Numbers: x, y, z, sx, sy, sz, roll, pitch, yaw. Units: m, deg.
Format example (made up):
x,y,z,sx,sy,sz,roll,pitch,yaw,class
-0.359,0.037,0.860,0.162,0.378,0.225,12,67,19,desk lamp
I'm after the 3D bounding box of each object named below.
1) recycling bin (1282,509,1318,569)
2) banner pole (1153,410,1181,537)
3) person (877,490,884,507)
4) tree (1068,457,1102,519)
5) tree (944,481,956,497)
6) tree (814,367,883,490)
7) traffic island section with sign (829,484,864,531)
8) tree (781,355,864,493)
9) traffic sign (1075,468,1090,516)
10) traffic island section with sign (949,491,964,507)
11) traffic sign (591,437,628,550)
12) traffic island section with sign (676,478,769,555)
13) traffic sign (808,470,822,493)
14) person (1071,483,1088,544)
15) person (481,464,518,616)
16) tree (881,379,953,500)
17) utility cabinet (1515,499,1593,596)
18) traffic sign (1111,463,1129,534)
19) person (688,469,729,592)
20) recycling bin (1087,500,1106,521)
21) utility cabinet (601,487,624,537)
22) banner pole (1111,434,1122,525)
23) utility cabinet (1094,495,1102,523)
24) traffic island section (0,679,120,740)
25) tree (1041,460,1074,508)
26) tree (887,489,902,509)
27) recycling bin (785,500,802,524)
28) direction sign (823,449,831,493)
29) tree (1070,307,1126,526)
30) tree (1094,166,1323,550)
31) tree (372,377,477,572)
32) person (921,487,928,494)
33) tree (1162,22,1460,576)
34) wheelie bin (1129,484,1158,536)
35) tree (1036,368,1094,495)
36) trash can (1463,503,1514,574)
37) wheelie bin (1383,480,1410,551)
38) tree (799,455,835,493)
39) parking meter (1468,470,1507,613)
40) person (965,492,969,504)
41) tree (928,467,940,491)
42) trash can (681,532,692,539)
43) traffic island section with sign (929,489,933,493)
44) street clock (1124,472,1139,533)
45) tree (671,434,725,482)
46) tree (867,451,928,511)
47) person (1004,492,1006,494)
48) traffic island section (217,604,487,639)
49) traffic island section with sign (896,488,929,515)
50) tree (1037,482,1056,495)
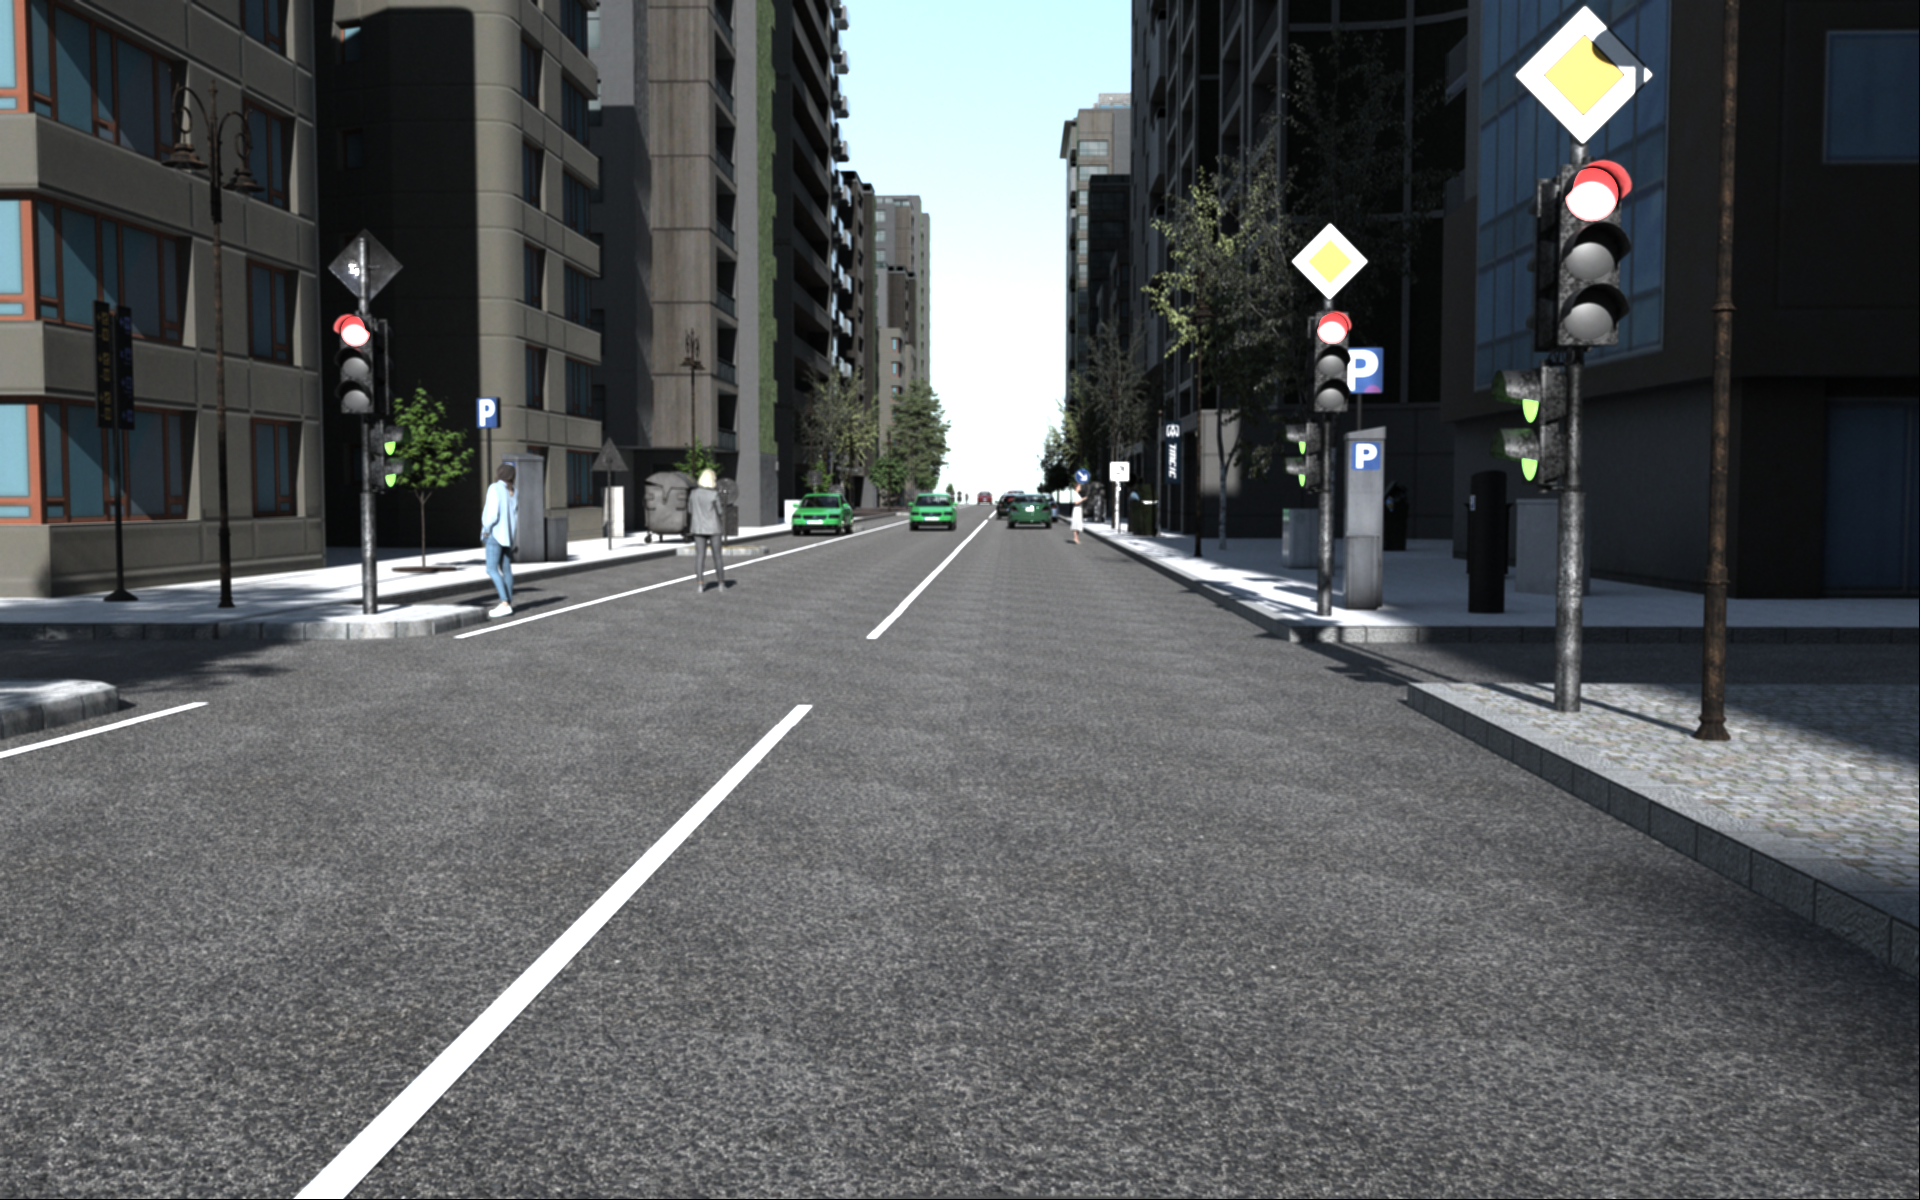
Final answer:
x,y,z,sx,sy,sz,roll,pitch,yaw,class
6.007,-1.068,30.013,0.722,1.027,0.722,0,4,0,recycling bin
6.205,-3.780,51.818,0.863,3.779,0.401,0,4,-2,banner pole
-8.250,-10.117,173.548,1.348,1.869,0.705,-1,4,-23,person
6.451,-5.857,90.368,1.663,3.219,1.824,0,3,0,tree
-1.290,-15.669,250.789,1.663,3.219,1.824,0,3,0,tree
-6.503,-9.074,98.727,4.737,8.622,4.395,0,3,0,tree
-4.825,-3.655,68.380,1.989,1.847,2.006,0,4,2,traffic island section with sign
-7.132,-8.586,90.743,4.360,8.622,3.978,0,3,0,tree
6.082,-5.256,86.041,0.768,2.556,0.104,0,4,3,traffic sign
-0.816,-11.739,200.562,1.989,1.847,2.006,0,4,2,traffic island section with sign
-7.998,-2.416,39.512,0.884,2.594,0.081,0,4,6,traffic sign
-5.630,-2.007,41.436,1.989,1.847,2.006,0,4,2,traffic island section with sign
-6.287,-4.462,75.088,0.606,2.300,0.079,0,4,4,traffic sign
3.467,-2.503,49.987,0.524,1.755,0.480,1,4,17,person
-5.431,-0.720,20.539,0.793,1.790,0.793,-1,4,-16,person
-4.007,-15.413,170.134,7.486,12.596,7.792,0,3,0,tree
7.598,-0.674,22.182,0.306,1.237,1.020,-2,4,-26,utility cabinet
5.141,-3.284,55.827,0.606,2.300,0.079,0,4,8,traffic sign
-3.722,-1.027,25.467,0.537,1.800,0.526,1,4,22,person
6.509,-4.286,82.636,0.722,1.027,0.722,-1,4,-15,recycling bin
-10.243,-2.587,50.972,0.318,1.500,1.173,-2,4,-30,utility cabinet
6.559,-4.999,71.750,0.401,3.779,0.863,2,4,30,banner pole
6.116,-4.014,76.792,0.306,1.237,1.020,1,4,10,utility cabinet
-6.573,0.717,10.561,2.009,0.180,2.903,0,4,2,traffic island section
9.031,-10.791,160.145,4.285,4.588,4.351,0,3,0,tree
-5.398,-9.404,148.352,1.663,3.219,1.824,0,3,0,tree
-6.993,-3.747,73.824,0.722,1.027,0.722,2,4,32,recycling bin
-6.728,-5.847,87.593,0.379,3.537,0.876,1,4,18,direction sign
6.513,-7.256,68.995,4.360,8.622,3.978,0,3,0,tree
6.272,-5.456,39.560,4.737,8.622,4.395,0,3,0,tree
-9.034,-2.087,28.717,1.663,3.219,1.824,0,3,0,tree
-1.685,-4.528,82.874,0.623,1.781,0.721,-2,4,-27,person
5.606,-4.689,27.035,4.360,8.622,3.978,0,3,0,tree
5.637,-2.775,53.276,0.980,1.594,0.693,-2,4,-27,wheelie bin
7.431,-9.160,100.123,4.737,8.622,4.395,0,3,0,tree
8.095,-0.912,26.560,0.748,1.137,0.748,0,3,0,trash can
9.843,-1.921,39.317,0.693,1.594,0.980,0,4,4,wheelie bin
-6.787,-5.508,84.654,1.663,3.219,1.824,0,3,0,tree
5.705,-0.631,18.734,0.372,1.533,0.369,0,3,0,parking meter
0.965,-14.064,238.983,0.617,1.759,0.750,-1,4,-16,person
-3.731,-12.675,190.944,4.285,4.588,4.351,0,3,0,tree
-7.768,-2.350,50.078,0.748,1.137,0.748,0,3,0,trash can
-2.492,-8.344,145.050,1.989,1.847,2.006,0,4,2,traffic island section with sign
5.673,-3.233,57.435,0.471,2.002,0.358,1,4,23,street clock
-8.592,-3.759,56.059,1.663,3.219,1.824,0,3,0,tree
-5.377,-9.019,131.168,4.285,4.588,4.351,0,3,0,tree
5.752,-13.013,221.925,0.551,1.740,0.621,-2,4,-26,person
-6.331,0.229,18.542,2.009,0.180,2.903,0,4,2,traffic island section
-3.321,-6.696,118.108,1.989,1.847,2.006,0,4,2,traffic island section with sign
12.010,-14.701,234.956,1.663,3.219,1.824,0,3,0,tree
